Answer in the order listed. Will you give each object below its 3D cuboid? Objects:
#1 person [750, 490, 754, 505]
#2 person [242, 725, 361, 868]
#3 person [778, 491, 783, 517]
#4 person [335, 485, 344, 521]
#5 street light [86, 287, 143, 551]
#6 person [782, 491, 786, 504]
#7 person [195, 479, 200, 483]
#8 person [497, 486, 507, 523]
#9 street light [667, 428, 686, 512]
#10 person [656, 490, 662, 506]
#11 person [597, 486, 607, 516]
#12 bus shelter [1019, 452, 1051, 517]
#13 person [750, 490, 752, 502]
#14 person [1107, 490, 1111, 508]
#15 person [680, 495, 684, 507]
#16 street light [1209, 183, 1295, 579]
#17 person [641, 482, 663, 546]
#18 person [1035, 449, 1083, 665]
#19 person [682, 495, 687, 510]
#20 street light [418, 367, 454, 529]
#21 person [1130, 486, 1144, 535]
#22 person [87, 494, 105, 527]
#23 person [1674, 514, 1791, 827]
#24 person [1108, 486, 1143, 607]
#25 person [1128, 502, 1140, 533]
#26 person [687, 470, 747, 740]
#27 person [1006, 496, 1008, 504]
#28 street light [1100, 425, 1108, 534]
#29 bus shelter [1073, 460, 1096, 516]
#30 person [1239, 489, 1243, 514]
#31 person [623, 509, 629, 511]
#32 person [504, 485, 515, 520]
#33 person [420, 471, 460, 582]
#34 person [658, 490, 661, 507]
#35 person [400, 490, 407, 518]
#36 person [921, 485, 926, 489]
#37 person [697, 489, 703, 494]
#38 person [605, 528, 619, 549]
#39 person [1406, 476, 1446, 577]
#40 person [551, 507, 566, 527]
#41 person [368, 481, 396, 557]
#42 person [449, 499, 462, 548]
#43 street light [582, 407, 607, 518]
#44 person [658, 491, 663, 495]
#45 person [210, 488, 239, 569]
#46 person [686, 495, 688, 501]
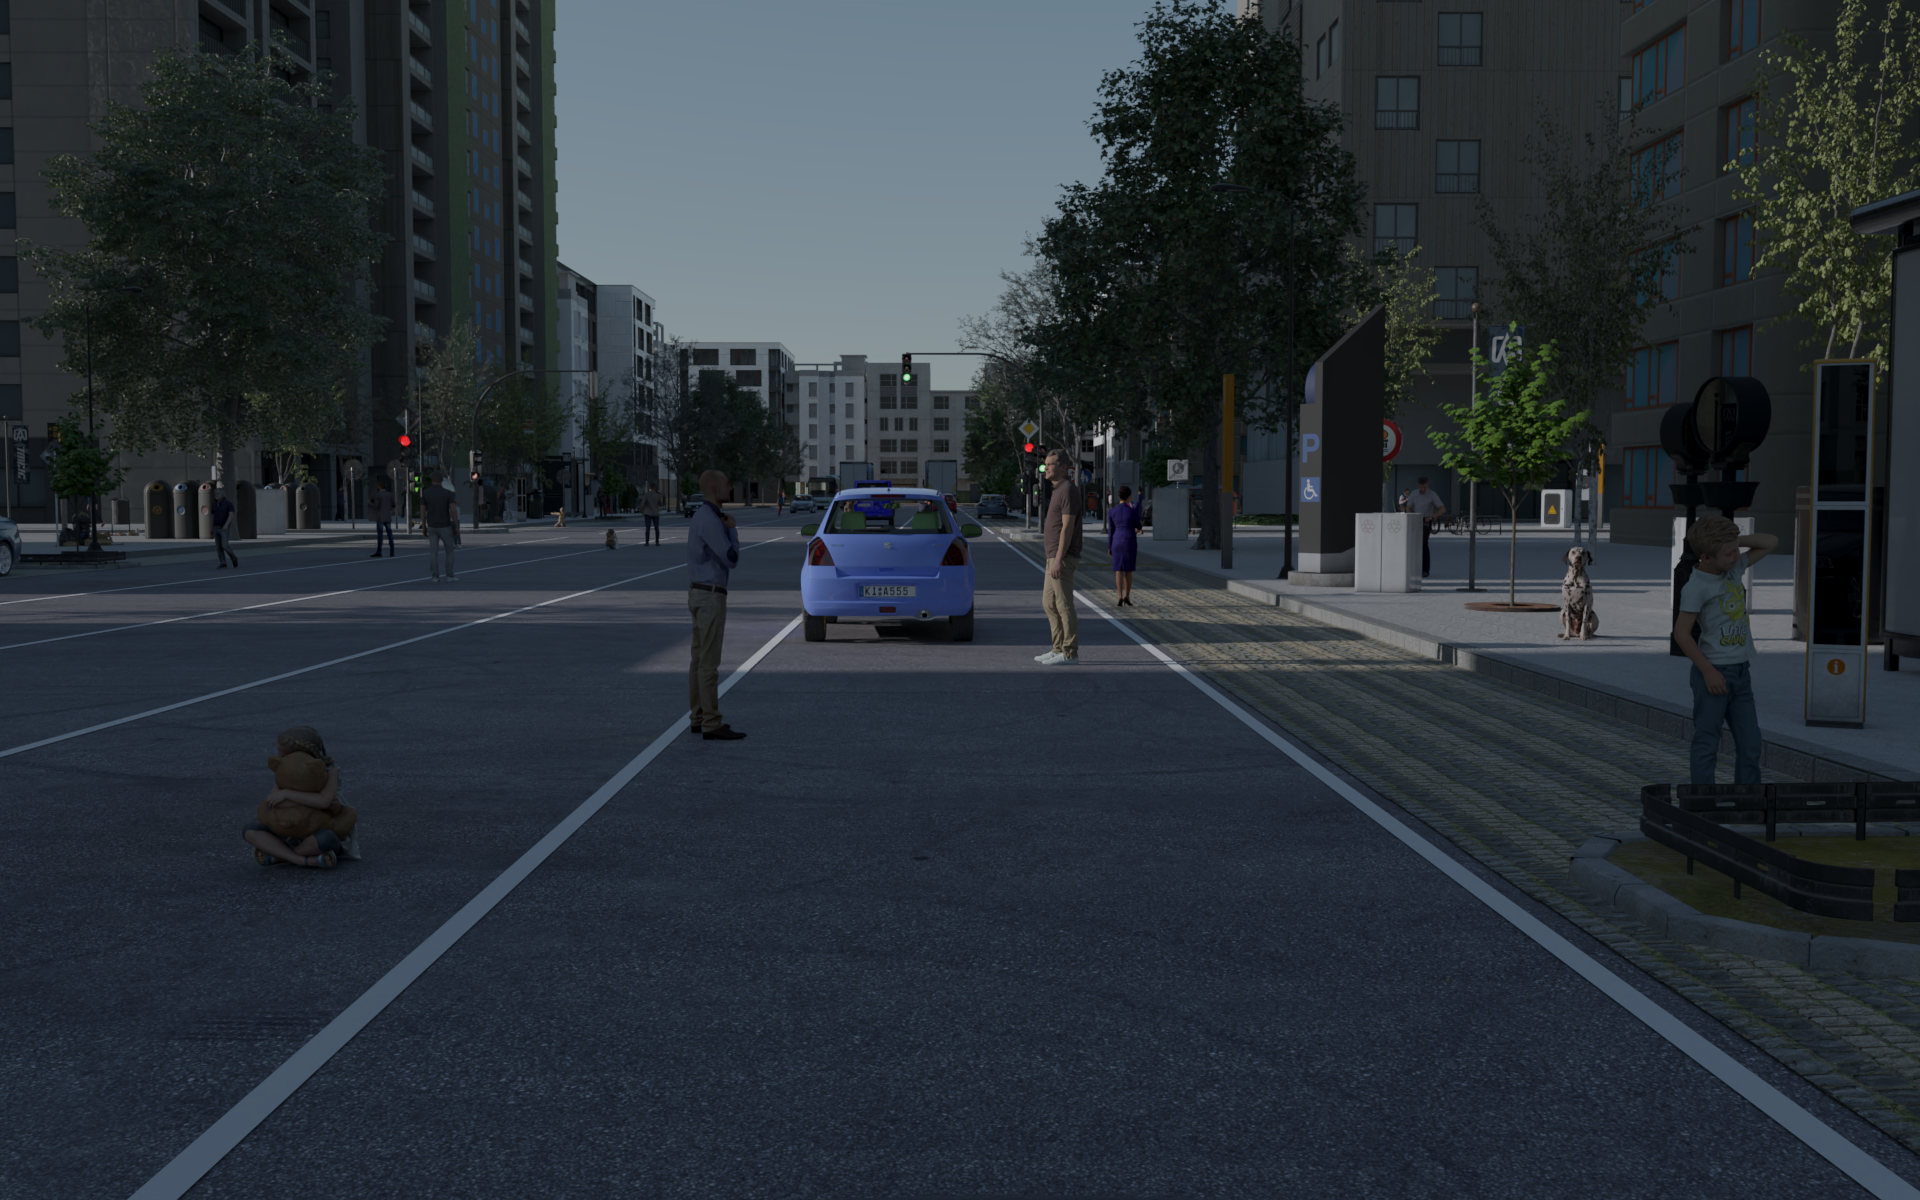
[{"bbox_3d":[-24.280,-11.894,201.232,1.217,1.735,0.721,0,4,-6],"label":"person"},{"bbox_3d":[-2.535,0.752,6.686,0.381,0.543,0.357,0,4,7],"label":"person"},{"bbox_3d":[-11.421,-6.118,110.233,0.444,1.614,0.593,2,4,33],"label":"person"},{"bbox_3d":[-29.322,-4.588,81.969,0.530,1.710,0.541,-1,4,-22],"label":"person"},{"bbox_3d":[-19.005,-4.062,38.948,1.470,5.913,1.316,0,4,-1],"label":"street light"},{"bbox_3d":[-21.707,-12.689,214.223,0.721,1.743,1.217,-1,4,-15],"label":"person"},{"bbox_3d":[-29.263,-3.697,66.356,0.709,1.838,0.599,3,4,39],"label":"person"},{"bbox_3d":[-20.521,-4.290,77.649,0.415,1.643,0.593,-1,4,-13],"label":"person"},{"bbox_3d":[-19.923,-9.114,121.557,1.470,5.913,1.316,0,4,-1],"label":"street light"},{"bbox_3d":[-29.420,-9.893,167.807,1.348,1.822,0.705,-3,5,-42],"label":"person"},{"bbox_3d":[-20.459,-5.640,98.941,0.565,1.739,0.600,-2,4,-25],"label":"person"},{"bbox_3d":[4.352,-6.554,98.445,1.731,3.624,6.357,0,4,-1],"label":"bus shelter"},{"bbox_3d":[-23.830,-11.553,195.623,0.721,1.739,1.217,1,4,22],"label":"person"},{"bbox_3d":[12.993,-8.822,151.744,0.415,1.643,0.593,3,5,42],"label":"person"},{"bbox_3d":[-26.974,-9.948,168.653,0.705,1.831,1.348,-2,4,-24],"label":"person"},{"bbox_3d":[4.429,-3.274,26.077,1.470,5.913,1.316,0,4,-1],"label":"street light"},{"bbox_3d":[-8.534,-2.380,47.945,0.617,1.759,0.750,-1,4,-12],"label":"person"},{"bbox_3d":[0.821,-0.364,14.581,0.434,1.807,0.598,1,4,10],"label":"person"},{"bbox_3d":[-21.952,-8.039,138.412,0.436,1.711,0.756,1,4,22],"label":"person"},{"bbox_3d":[-19.174,-5.557,63.406,1.470,5.913,1.316,0,4,-1],"label":"street light"},{"bbox_3d":[5.398,-2.756,53.480,0.546,1.535,0.453,0,4,5],"label":"person"},{"bbox_3d":[-33.459,-3.573,66.998,0.480,1.512,0.613,2,4,34],"label":"person"},{"bbox_3d":[3.296,0.308,7.378,0.435,1.345,0.340,-3,4,-37],"label":"person"},{"bbox_3d":[2.100,-0.683,22.031,0.453,1.535,0.546,0,4,0],"label":"person"},{"bbox_3d":[5.477,-2.765,54.487,0.776,1.435,0.726,-1,4,-14],"label":"person"},{"bbox_3d":[-1.449,0.020,10.242,0.319,1.574,0.516,-1,4,-15],"label":"person"},{"bbox_3d":[5.649,-12.226,206.626,1.217,1.739,0.721,-3,5,-39],"label":"person"},{"bbox_3d":[4.092,-5.053,55.153,1.470,5.913,1.316,0,4,-1],"label":"street light"},{"bbox_3d":[6.882,-6.724,103.858,2.014,3.302,5.546,0,4,-1],"label":"bus shelter"},{"bbox_3d":[17.828,-6.191,109.136,0.662,1.594,0.647,3,4,38],"label":"person"},{"bbox_3d":[-25.772,-7.779,133.785,0.990,1.755,0.434,3,5,43],"label":"person"},{"bbox_3d":[-22.702,-4.907,87.000,0.376,1.734,0.841,2,4,25],"label":"person"},{"bbox_3d":[-8.479,-1.202,28.285,0.598,1.807,0.434,0,4,7],"label":"person"},{"bbox_3d":[-30.069,-10.106,171.805,0.617,1.759,0.750,2,4,31],"label":"person"},{"bbox_3d":[-29.914,-5.328,93.600,0.683,1.767,0.568,-2,4,-31],"label":"person"},{"bbox_3d":[-1.231,-3.424,64.937,0.683,1.767,0.568,-1,4,-17],"label":"person"},{"bbox_3d":[-25.385,-9.966,168.974,1.348,1.826,0.705,0,4,0],"label":"person"},{"bbox_3d":[-9.014,-1.581,44.832,0.357,0.543,0.381,-1,4,-15],"label":"person"},{"bbox_3d":[7.194,-1.133,26.773,0.614,1.554,0.590,3,4,38],"label":"person"},{"bbox_3d":[-17.215,-3.541,74.313,0.695,0.859,0.347,1,4,22],"label":"person"},{"bbox_3d":[-13.147,-1.838,39.367,0.431,1.722,0.655,3,4,39],"label":"person"},{"bbox_3d":[-13.346,-2.043,45.809,0.435,1.345,0.340,1,4,10],"label":"person"},{"bbox_3d":[-19.540,-7.336,92.481,1.470,5.913,1.316,0,4,-1],"label":"street light"},{"bbox_3d":[-32.589,-11.089,187.277,1.348,1.831,0.705,-1,4,-19],"label":"person"},{"bbox_3d":[-14.034,-1.371,33.132,0.471,1.553,0.569,-3,4,-37],"label":"person"},{"bbox_3d":[-22.436,-8.317,142.835,0.445,1.727,0.742,-1,4,-22],"label":"person"}]
